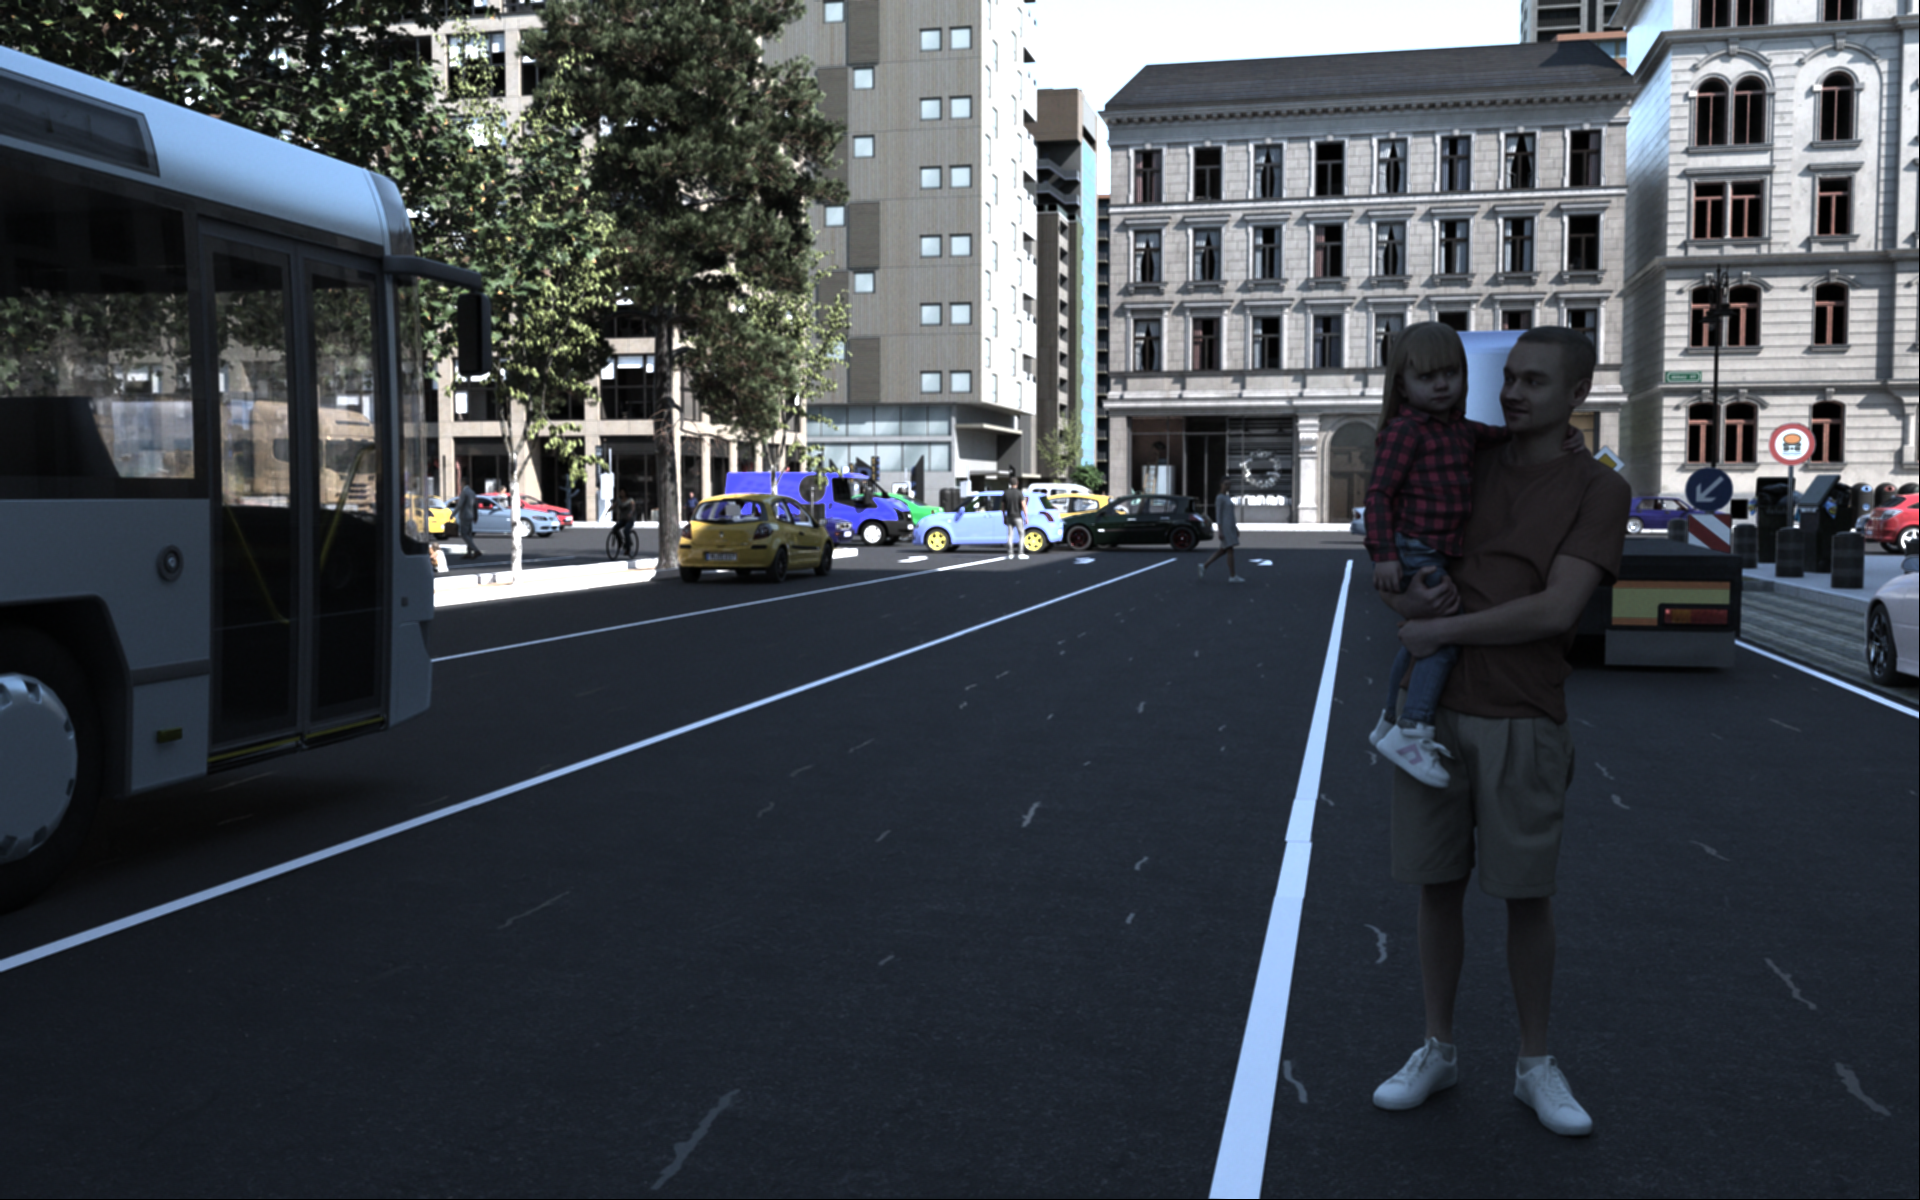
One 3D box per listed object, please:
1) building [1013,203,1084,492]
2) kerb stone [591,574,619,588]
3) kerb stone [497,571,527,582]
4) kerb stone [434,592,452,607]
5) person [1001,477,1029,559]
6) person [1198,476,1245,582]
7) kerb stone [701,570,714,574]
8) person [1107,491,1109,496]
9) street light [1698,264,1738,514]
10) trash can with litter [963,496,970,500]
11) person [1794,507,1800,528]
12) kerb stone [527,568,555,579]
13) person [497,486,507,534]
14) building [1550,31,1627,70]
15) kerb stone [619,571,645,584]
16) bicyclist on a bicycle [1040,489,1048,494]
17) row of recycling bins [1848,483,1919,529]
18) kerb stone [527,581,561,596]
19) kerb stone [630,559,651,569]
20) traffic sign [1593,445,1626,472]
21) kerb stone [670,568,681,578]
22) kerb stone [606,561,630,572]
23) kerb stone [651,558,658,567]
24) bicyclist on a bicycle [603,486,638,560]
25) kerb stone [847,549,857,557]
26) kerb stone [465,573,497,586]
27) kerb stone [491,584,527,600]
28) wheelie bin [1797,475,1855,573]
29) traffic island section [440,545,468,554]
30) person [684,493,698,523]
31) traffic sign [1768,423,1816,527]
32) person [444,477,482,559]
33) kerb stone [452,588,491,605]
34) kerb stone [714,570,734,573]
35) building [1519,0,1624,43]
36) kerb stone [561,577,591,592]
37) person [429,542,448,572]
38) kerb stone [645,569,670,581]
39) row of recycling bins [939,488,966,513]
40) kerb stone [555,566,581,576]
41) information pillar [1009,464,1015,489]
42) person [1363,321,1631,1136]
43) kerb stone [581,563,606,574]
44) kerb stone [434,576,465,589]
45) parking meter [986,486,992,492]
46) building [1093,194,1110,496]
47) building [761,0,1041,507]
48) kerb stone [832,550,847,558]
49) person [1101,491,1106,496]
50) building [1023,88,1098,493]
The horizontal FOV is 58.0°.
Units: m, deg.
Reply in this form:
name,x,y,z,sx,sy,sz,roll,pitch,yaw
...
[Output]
name,x,y,z,sx,sy,sz,roll,pitch,yaw
building,4.268,-24.508,172.405,14.160,30.474,14.107,1,4,13
kerb stone,-5.600,-0.285,26.897,0.120,0.150,1.000,1,4,13
kerb stone,-7.422,-0.373,28.341,0.120,0.150,1.000,1,4,13
kerb stone,-6.760,0.024,21.871,0.120,0.150,1.000,1,4,13
person,1.239,-1.833,38.600,0.598,1.807,0.434,2,4,34
person,4.269,-1.158,28.192,0.760,1.731,0.466,0,4,-4
kerb stone,-4.667,-0.526,30.901,0.120,0.150,1.000,1,4,13
person,18.258,-12.369,211.174,0.568,1.767,0.683,2,4,35
street light,15.233,-3.801,34.941,0.468,5.910,1.993,1,4,13
trash can with litter,0.335,-6.233,113.302,1.055,1.170,0.624,-3,4,-38
person,20.667,-1.961,42.274,0.444,1.614,0.593,-2,4,-24
kerb stone,-7.186,-0.433,29.340,0.120,0.150,1.000,1,4,13
person,-16.463,-3.253,62.430,0.466,1.731,0.760,-1,4,-13
building,61.744,-31.439,168.655,22.147,44.769,28.867,1,4,13
kerb stone,-5.373,-0.348,27.899,0.120,0.150,1.000,1,4,13
bicyclist on a bicycle,2.905,-2.979,58.732,1.625,1.676,1.499,1,4,12
row of recycling bins,33.747,-3.480,64.016,3.534,1.692,1.069,0,4,1
kerb stone,-6.058,-0.165,24.888,0.120,0.150,1.000,1,4,13
kerb stone,-6.254,-0.682,33.353,0.120,0.150,1.000,1,4,13
traffic sign,13.311,-1.966,35.794,0.795,2.450,0.064,1,4,13
kerb stone,-4.901,-0.471,29.901,0.120,0.150,1.000,1,4,13
kerb stone,-6.481,-0.621,32.351,0.120,0.150,1.000,1,4,13
kerb stone,-6.021,-0.744,34.353,0.120,0.150,1.000,1,4,13
bicyclist on a bicycle,-7.419,-1.716,38.086,1.499,1.676,1.625,1,4,14
kerb stone,-2.571,-1.085,39.940,0.120,0.150,1.000,1,4,13
kerb stone,-7.649,-0.312,27.340,0.120,0.150,1.000,1,4,13
kerb stone,-6.302,-0.103,23.886,0.120,0.150,1.000,1,4,13
wheelie bin,14.178,-1.251,28.369,0.693,1.594,0.980,0,4,-5
traffic island section,-13.250,-1.207,42.021,2.009,0.180,2.903,1,4,13
person,-11.114,-3.670,71.203,0.574,1.496,0.600,3,5,41
traffic sign,14.892,-1.893,31.063,0.768,2.556,0.104,1,4,21
person,-10.956,-1.819,38.358,0.853,1.813,0.709,1,4,8
kerb stone,-6.530,-0.041,22.871,0.120,0.150,1.000,1,4,13
kerb stone,-4.436,-0.590,31.901,0.120,0.150,1.000,1,4,13
building,84.738,-48.318,228.248,20.611,71.187,20.563,1,4,13
kerb stone,-5.822,-0.225,25.887,0.120,0.150,1.000,1,4,13
person,-9.651,-0.793,31.941,0.357,0.543,0.381,0,4,2
kerb stone,-5.129,-0.410,28.900,0.120,0.150,1.000,1,4,13
row of recycling bins,-0.409,-7.027,122.003,1.069,1.692,3.534,2,4,25
kerb stone,-6.956,-0.498,30.340,0.120,0.150,1.000,1,4,13
information pillar,4.054,-8.785,134.988,0.504,3.616,0.183,-1,4,-23
person,1.185,0.273,4.020,0.580,1.828,0.573,-1,4,-9
kerb stone,-6.714,-0.551,31.347,0.120,0.150,1.000,1,4,13
kerb stone,-7.882,-0.252,26.337,0.120,0.150,1.000,1,4,13
parking meter,2.208,-7.754,132.493,0.255,1.863,0.399,-3,5,-42
building,10.885,-36.201,246.505,28.867,44.769,22.147,1,4,13
building,-8.417,-34.460,152.661,28.713,52.752,27.495,1,4,13
kerb stone,-2.805,-1.024,38.936,0.120,0.150,1.000,1,4,13
person,17.814,-12.621,215.412,0.990,1.755,0.434,0,4,1
building,6.954,-32.976,189.275,14.200,45.320,14.600,1,4,13
